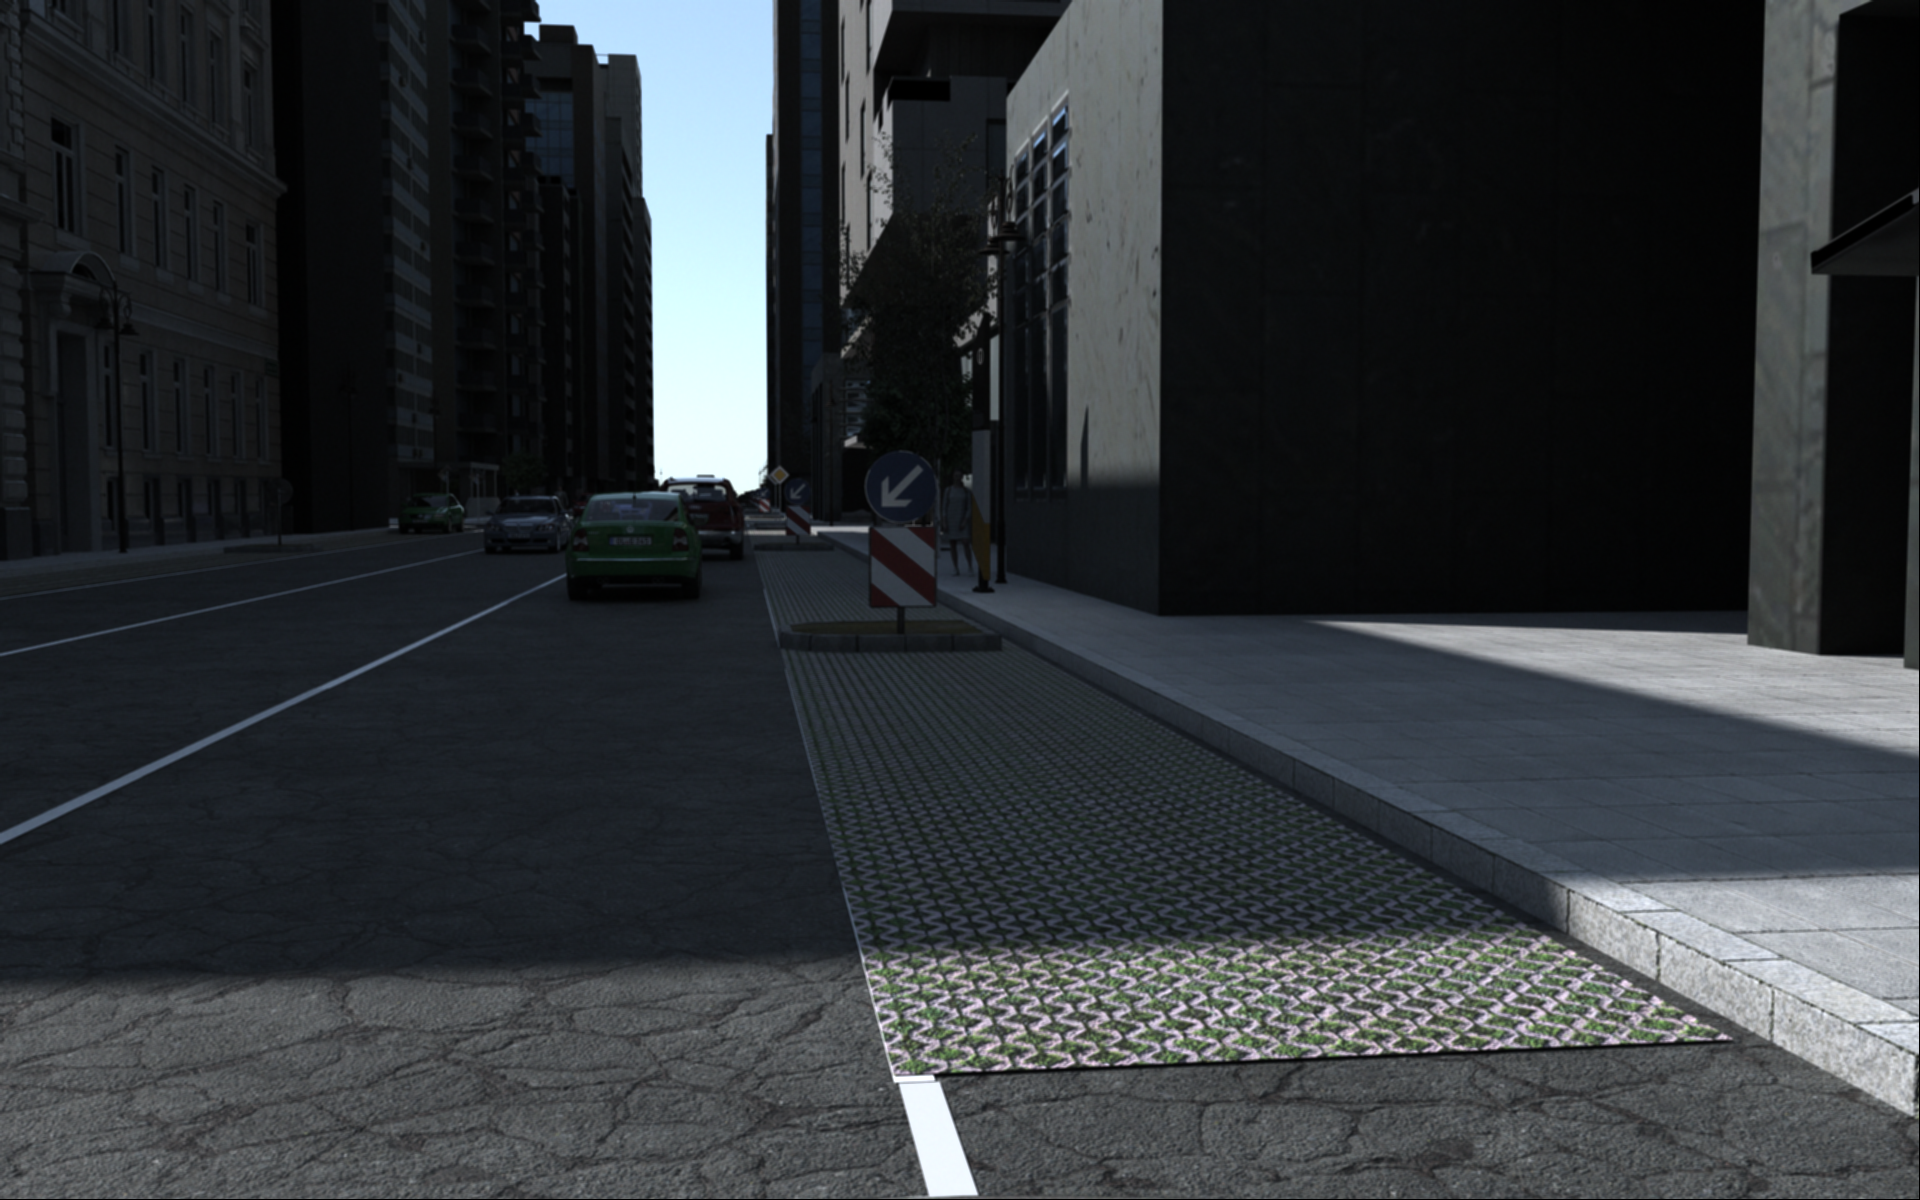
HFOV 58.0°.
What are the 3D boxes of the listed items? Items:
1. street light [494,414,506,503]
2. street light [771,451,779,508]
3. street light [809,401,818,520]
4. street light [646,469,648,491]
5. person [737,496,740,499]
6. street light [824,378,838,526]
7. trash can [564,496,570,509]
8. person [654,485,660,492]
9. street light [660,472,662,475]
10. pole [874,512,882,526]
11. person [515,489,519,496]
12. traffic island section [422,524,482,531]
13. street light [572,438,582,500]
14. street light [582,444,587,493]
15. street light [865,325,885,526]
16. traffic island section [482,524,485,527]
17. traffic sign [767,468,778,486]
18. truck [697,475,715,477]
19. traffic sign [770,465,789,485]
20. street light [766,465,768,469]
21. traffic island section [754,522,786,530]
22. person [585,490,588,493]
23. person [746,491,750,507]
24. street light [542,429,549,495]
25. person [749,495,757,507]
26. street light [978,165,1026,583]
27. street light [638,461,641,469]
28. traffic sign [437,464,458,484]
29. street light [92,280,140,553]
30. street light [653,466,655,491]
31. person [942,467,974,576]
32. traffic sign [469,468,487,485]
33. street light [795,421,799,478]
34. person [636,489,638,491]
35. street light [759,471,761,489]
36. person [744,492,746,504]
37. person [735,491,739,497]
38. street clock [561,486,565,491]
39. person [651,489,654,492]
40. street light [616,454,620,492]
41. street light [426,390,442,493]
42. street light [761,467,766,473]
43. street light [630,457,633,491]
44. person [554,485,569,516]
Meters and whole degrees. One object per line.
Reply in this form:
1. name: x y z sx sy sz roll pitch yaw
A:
1. street light: -26.158 -7.698 98.647 0.468 5.910 1.993 0 4 -7
2. street light: -19.758 -12.881 183.387 0.468 5.910 1.993 0 4 -7
3. street light: -7.139 -6.859 84.939 0.468 5.910 1.993 0 4 -7
4. street light: -46.297 -17.344 256.358 0.468 5.910 1.993 0 4 -7
5. person: -27.298 -12.409 214.623 0.697 1.427 0.421 0 4 3
6. street light: -5.146 -5.894 69.163 0.468 5.910 1.993 0 4 -7
7. trash can: -32.833 -8.119 144.395 0.748 1.137 0.748 0 3 0
8. person: -15.189 -4.848 87.132 0.474 1.900 0.648 2 4 30
9. street light: -51.887 -20.059 300.759 0.468 5.910 1.993 0 4 -7
10. pole: -2.018 -2.977 42.514 0.158 3.312 0.155 0 3 0
11. person: -29.155 -6.493 114.006 0.330 1.601 0.589 -1 4 -13
12. traffic island section: -20.123 -2.795 67.976 2.009 0.180 2.903 0 4 -7
13. street light: -31.841 -10.420 143.155 0.468 5.910 1.993 0 4 -7
14. street light: -32.953 -10.961 152.004 0.468 5.910 1.993 0 4 -7
15. street light: -2.312 -4.549 47.168 0.468 5.910 1.993 0 4 -7
16. traffic island section: -21.136 -3.279 75.897 2.009 0.180 2.903 0 4 -7
17. traffic sign: -8.221 -4.603 77.455 0.795 2.593 0.064 0 4 -7
18. truck: -37.799 -16.425 257.453 2.839 4.237 11.283 0 4 -7
19. traffic sign: -7.209 -4.119 69.534 0.795 2.593 0.064 0 4 -7
20. street light: -22.490 -14.244 205.671 0.468 5.910 1.993 0 4 -7
21. traffic island section: -8.199 -3.380 77.540 2.009 0.180 2.903 0 4 -7
22. person: -29.094 -7.683 134.875 0.466 1.731 0.760 0 4 1
23. person: -23.581 -11.201 192.358 1.217 1.743 0.721 0 4 -3
24. street light: -29.001 -9.079 121.233 0.468 5.910 1.993 0 4 -7
25. person: -21.772 -10.553 181.750 1.217 1.736 0.721 1 4 23
26. street light: 0.592 -3.178 24.753 0.468 5.910 1.993 0 4 -7
27. street light: -43.353 -15.987 234.175 0.468 5.910 1.993 0 4 -7
28. traffic sign: -20.101 -4.020 67.912 0.795 2.593 0.064 0 4 -7
29. street light: -18.273 -3.966 37.639 0.468 5.910 1.993 0 4 -7
30. street light: -49.206 -18.717 278.816 0.468 5.910 1.993 0 4 -7
31. person: -0.029 -1.234 27.220 0.512 1.701 0.522 0 4 2
32. traffic sign: -21.114 -4.504 75.833 0.795 2.593 0.064 0 4 -7
33. street light: -10.096 -8.271 108.019 0.468 5.910 1.993 0 4 -7
34. person: -26.252 -8.129 141.317 0.836 1.842 0.656 -2 4 -28
35. street light: -30.065 -17.847 264.581 0.468 5.910 1.993 0 4 -7
36. person: -31.751 -15.128 255.852 1.348 1.824 0.705 2 4 30
37. person: -27.099 -12.244 208.766 1.350 1.814 0.705 -2 4 -35
38. street clock: -34.233 -8.834 149.002 0.471 2.002 0.358 1 4 23
39. person: -24.112 -7.753 135.367 0.850 1.850 0.679 0 4 3
40. street light: -38.618 -13.643 195.850 0.468 5.910 1.993 0 4 -7
41. street light: -23.236 -6.358 76.736 0.468 5.910 1.993 0 4 -7
42. street light: -27.295 -16.492 242.427 0.468 5.910 1.993 0 4 -7
43. street light: -41.292 -14.985 217.793 0.468 5.910 1.993 0 4 -7
44. person: -17.484 -4.115 75.901 0.709 1.813 0.853 -1 4 -9
